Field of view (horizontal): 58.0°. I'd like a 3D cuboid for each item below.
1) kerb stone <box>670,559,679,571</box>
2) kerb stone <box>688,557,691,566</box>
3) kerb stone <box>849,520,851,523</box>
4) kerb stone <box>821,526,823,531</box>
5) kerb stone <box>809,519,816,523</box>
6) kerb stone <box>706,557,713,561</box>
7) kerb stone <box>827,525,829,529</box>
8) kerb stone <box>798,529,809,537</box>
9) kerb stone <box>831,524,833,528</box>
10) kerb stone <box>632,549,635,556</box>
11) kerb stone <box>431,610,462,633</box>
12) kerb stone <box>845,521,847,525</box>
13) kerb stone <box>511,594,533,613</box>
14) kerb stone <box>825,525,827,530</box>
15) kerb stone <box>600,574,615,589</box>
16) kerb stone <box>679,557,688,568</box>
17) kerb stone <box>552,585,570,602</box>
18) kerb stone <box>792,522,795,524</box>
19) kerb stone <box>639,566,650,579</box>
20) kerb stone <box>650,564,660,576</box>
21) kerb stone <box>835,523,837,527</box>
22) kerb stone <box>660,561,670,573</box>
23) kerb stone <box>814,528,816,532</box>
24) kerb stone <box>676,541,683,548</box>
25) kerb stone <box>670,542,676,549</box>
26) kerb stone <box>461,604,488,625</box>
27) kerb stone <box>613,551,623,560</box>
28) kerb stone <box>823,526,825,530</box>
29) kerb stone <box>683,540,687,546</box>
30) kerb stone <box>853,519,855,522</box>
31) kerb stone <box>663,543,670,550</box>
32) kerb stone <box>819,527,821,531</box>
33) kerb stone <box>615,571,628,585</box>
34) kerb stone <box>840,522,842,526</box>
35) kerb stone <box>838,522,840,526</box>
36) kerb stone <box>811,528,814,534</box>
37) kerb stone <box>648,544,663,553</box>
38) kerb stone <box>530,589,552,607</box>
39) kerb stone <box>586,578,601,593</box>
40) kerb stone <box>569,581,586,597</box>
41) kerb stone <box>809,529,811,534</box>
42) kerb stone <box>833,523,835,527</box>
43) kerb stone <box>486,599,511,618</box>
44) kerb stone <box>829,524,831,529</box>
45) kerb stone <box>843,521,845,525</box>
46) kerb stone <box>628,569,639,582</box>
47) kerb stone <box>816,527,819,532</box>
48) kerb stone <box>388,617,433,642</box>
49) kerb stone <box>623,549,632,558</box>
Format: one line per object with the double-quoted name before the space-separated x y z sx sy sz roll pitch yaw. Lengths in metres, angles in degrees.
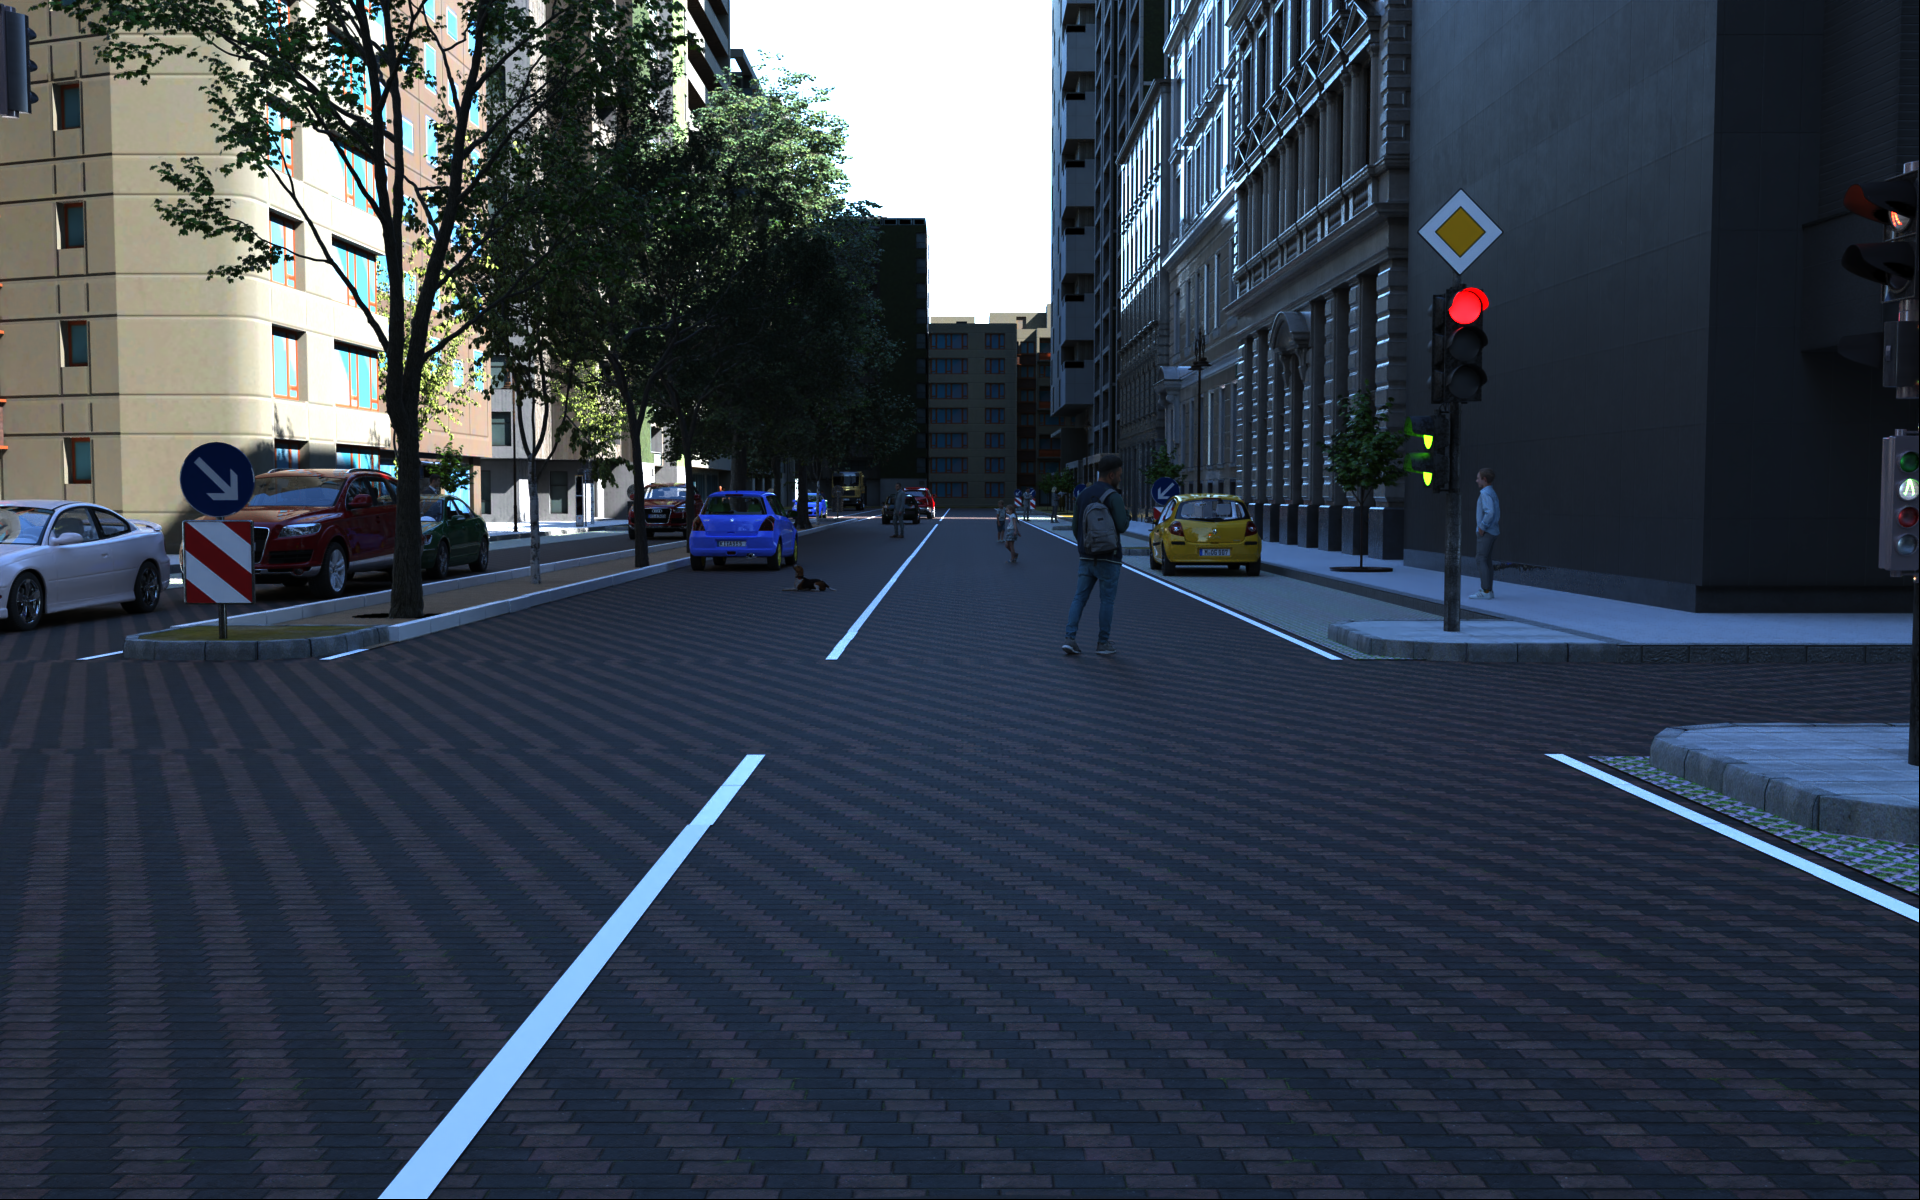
"kerb stone" -5.478 -0.639 32.640 0.120 0.150 1.000 0 3 0
"kerb stone" -5.478 -0.764 34.684 0.120 0.150 1.000 0 3 0
"kerb stone" -5.441 -3.713 82.910 0.120 0.150 1.000 0 3 0
"kerb stone" -5.453 -2.708 66.472 0.120 0.150 1.000 0 3 0
"kerb stone" -7.539 -4.084 89.046 0.120 0.150 1.000 0 3 0
"kerb stone" -5.471 -0.949 37.774 0.120 0.150 1.000 0 3 0
"kerb stone" -5.447 -2.896 69.547 0.120 0.150 1.000 0 3 0
"kerb stone" -5.464 -2.331 60.315 0.120 0.150 1.000 0 3 0
"kerb stone" -5.449 -3.022 71.600 0.120 0.150 1.000 0 3 0
"kerb stone" -7.572 -1.078 39.835 0.120 0.150 1.000 0 3 0
"kerb stone" -5.490 0.241 18.285 0.120 0.150 1.000 0 3 0
"kerb stone" -5.440 -3.524 79.823 0.120 0.150 1.000 0 3 0
"kerb stone" -5.479 0.057 21.363 0.120 0.150 1.000 0 3 0
"kerb stone" -5.452 -2.833 68.520 0.120 0.150 1.000 0 3 0
"kerb stone" -5.482 -0.262 26.490 0.120 0.150 1.000 0 3 0
"kerb stone" -5.482 -0.700 33.662 0.120 0.150 1.000 0 3 0
"kerb stone" -5.483 -0.075 23.417 0.120 0.150 1.000 0 3 0
"kerb stone" -7.539 -3.524 79.809 0.120 0.150 1.000 0 3 0
"kerb stone" -5.480 -0.446 29.566 0.120 0.150 1.000 0 3 0
"kerb stone" -5.483 -0.513 30.588 0.120 0.150 1.000 0 3 0
"kerb stone" -5.454 -3.145 73.665 0.120 0.150 1.000 0 3 0
"kerb stone" -5.478 -0.574 31.610 0.120 0.150 1.000 0 3 0
"kerb stone" -5.458 -2.520 63.404 0.120 0.150 1.000 0 3 0
"kerb stone" -7.572 -1.455 45.977 0.120 0.150 1.000 0 3 0
"kerb stone" -7.575 -1.392 44.955 0.120 0.150 1.000 0 3 0
"kerb stone" -5.488 0.177 19.308 0.120 0.150 1.000 0 3 0
"kerb stone" -7.574 -0.953 37.773 0.120 0.150 1.000 0 3 0
"kerb stone" -5.456 -2.771 67.497 0.120 0.150 1.000 0 3 0
"kerb stone" -7.564 -1.517 46.999 0.120 0.150 1.000 0 3 0
"kerb stone" -5.439 -3.901 85.977 0.120 0.150 1.000 0 3 0
"kerb stone" -7.571 -1.329 43.931 0.120 0.150 1.000 0 3 0
"kerb stone" -5.454 -2.645 65.448 0.120 0.150 1.000 0 3 0
"kerb stone" -5.476 -0.326 27.521 0.120 0.150 1.000 0 3 0
"kerb stone" -5.452 -3.336 76.738 0.120 0.150 1.000 0 3 0
"kerb stone" -5.449 -3.273 75.714 0.120 0.150 1.000 0 3 0
"kerb stone" -5.450 -2.458 62.381 0.120 0.150 1.000 0 3 0
"kerb stone" -7.569 -1.267 42.906 0.120 0.150 1.000 0 3 0
"kerb stone" -5.489 -0.012 22.395 0.120 0.150 1.000 0 3 0
"kerb stone" -5.483 -0.200 25.464 0.120 0.150 1.000 0 3 0
"kerb stone" -5.485 -0.137 24.440 0.120 0.150 1.000 0 3 0
"kerb stone" -5.454 -2.393 61.347 0.120 0.150 1.000 0 3 0
"kerb stone" -5.447 -3.084 72.634 0.120 0.150 1.000 0 3 0
"kerb stone" -5.489 0.114 20.330 0.120 0.150 1.000 0 3 0
"kerb stone" -5.454 -2.959 70.578 0.120 0.150 1.000 0 3 0
"kerb stone" -5.442 -3.462 78.793 0.120 0.150 1.000 0 3 0
"kerb stone" -5.481 -0.388 28.544 0.120 0.150 1.000 0 3 0
"kerb stone" -5.452 -2.582 64.426 0.120 0.150 1.000 0 3 0
"kerb stone" -5.490 0.302 17.263 0.120 0.150 1.000 0 3 0
"kerb stone" -7.569 -1.014 38.802 0.120 0.150 1.000 0 3 0
